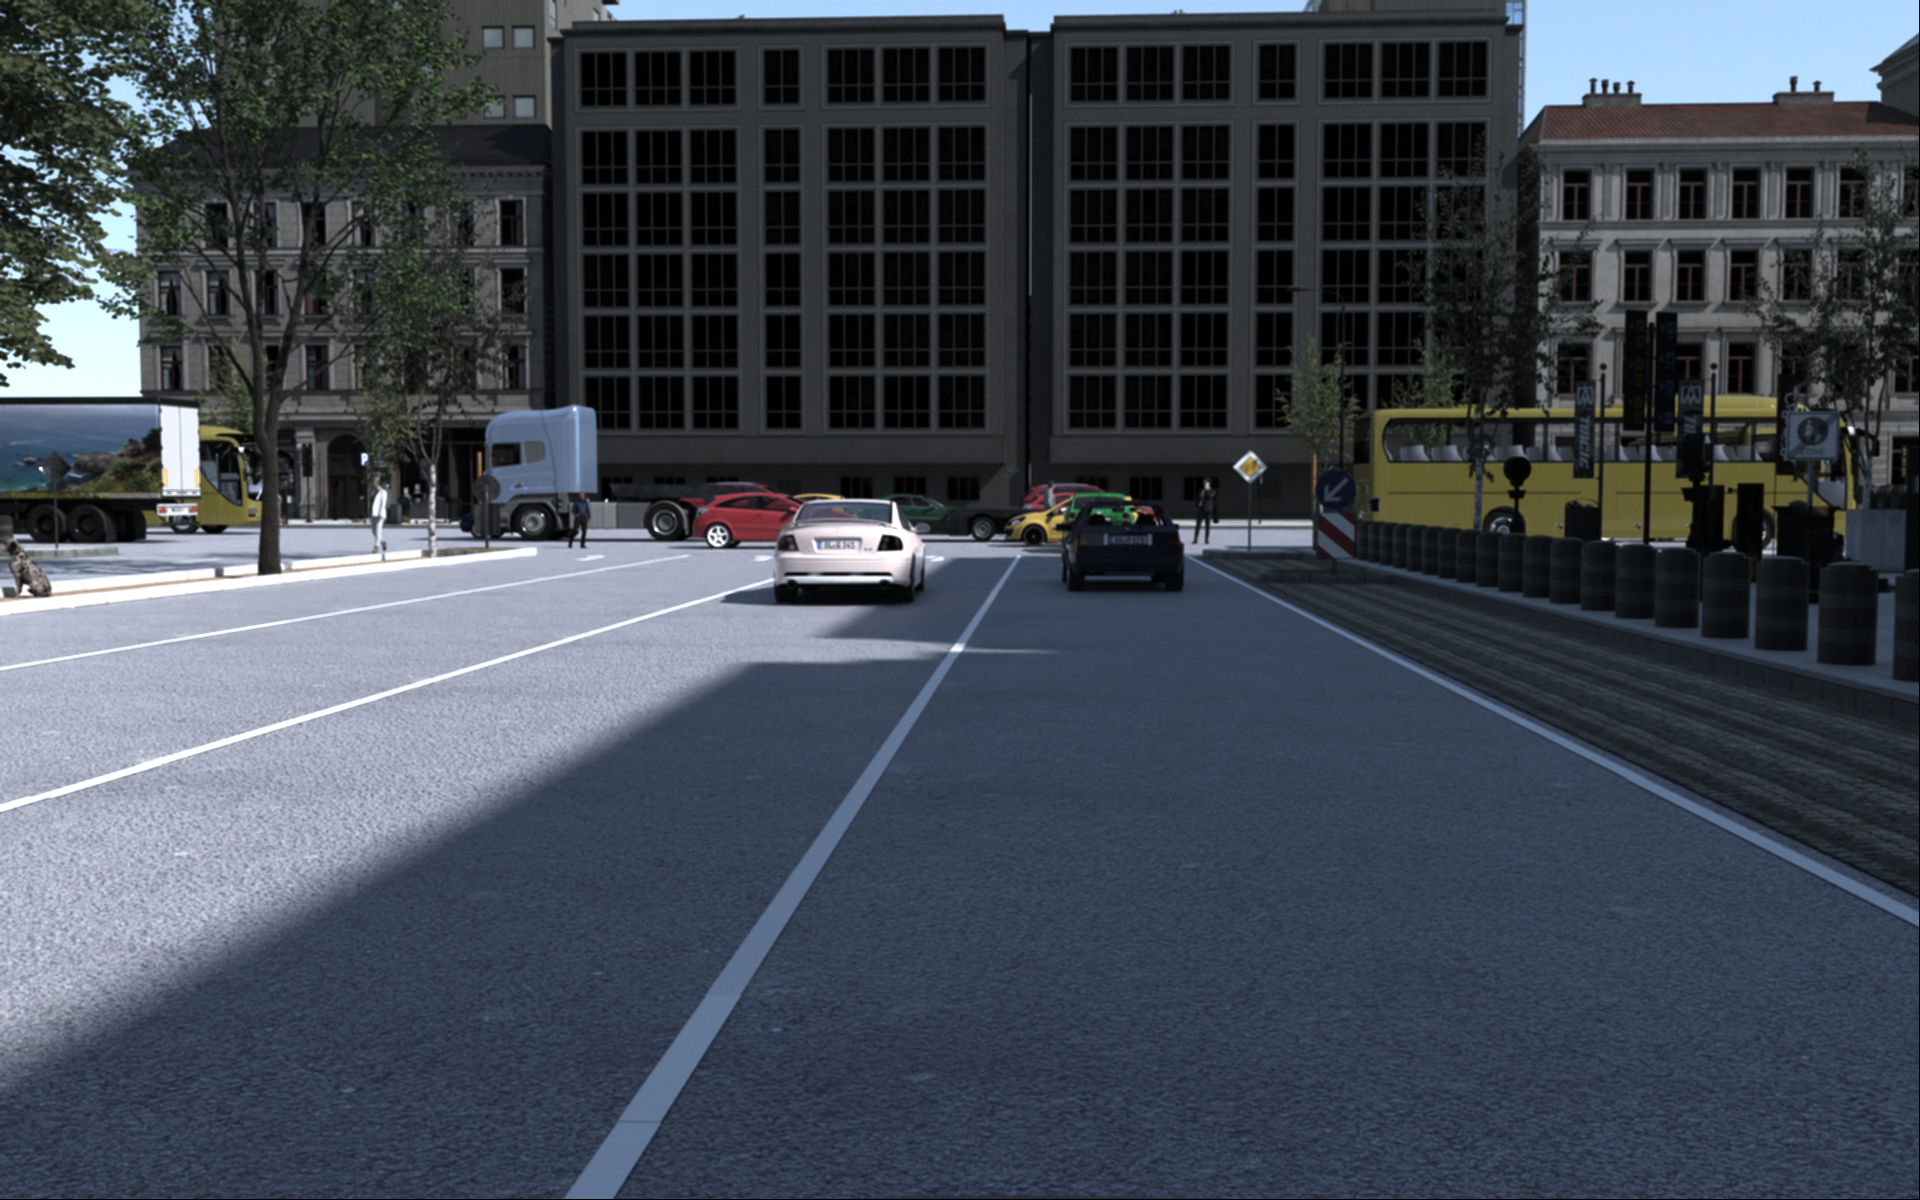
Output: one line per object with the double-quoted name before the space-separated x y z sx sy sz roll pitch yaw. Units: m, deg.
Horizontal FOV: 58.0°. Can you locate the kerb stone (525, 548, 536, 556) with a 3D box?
"kerb stone" -10.141 -1.126 40.598 0.120 0.150 1.000 0 4 3

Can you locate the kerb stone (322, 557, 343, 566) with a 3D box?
"kerb stone" -12.606 -0.754 34.521 0.120 0.150 1.000 0 4 3

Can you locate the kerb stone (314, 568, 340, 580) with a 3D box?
"kerb stone" -10.799 -0.435 29.303 0.120 0.150 1.000 0 4 3

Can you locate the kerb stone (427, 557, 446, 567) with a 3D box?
"kerb stone" -10.513 -0.749 34.437 0.120 0.150 1.000 0 4 3

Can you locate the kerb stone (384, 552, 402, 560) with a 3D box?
"kerb stone" -12.417 -0.942 37.603 0.120 0.150 1.000 0 4 3

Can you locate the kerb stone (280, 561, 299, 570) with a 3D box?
"kerb stone" -12.721 -0.628 32.466 0.120 0.150 1.000 0 4 3

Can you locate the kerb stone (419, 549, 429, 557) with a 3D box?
"kerb stone" -12.304 -1.068 39.659 0.120 0.150 1.000 0 4 3

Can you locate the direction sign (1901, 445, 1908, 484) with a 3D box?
"direction sign" 44.130 -5.430 80.770 0.876 3.537 0.379 -2 4 -30

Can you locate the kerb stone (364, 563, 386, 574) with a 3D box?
"kerb stone" -10.689 -0.560 31.355 0.120 0.150 1.000 0 4 3

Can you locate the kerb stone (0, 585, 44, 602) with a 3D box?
"kerb stone" -13.200 -0.118 24.261 0.120 0.150 1.000 0 4 3

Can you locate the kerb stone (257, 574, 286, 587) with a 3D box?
"kerb stone" -10.924 -0.308 27.247 0.120 0.150 1.000 0 4 3

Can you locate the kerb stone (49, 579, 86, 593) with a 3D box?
"kerb stone" -13.139 -0.189 25.285 0.120 0.150 1.000 0 4 3

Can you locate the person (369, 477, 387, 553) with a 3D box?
"person" -14.132 -2.066 42.163 0.514 1.842 0.818 1 4 13

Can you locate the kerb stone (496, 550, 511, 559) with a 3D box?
"kerb stone" -10.266 -1.000 38.549 0.120 0.150 1.000 0 4 3

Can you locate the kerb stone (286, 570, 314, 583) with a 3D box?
"kerb stone" -10.866 -0.365 28.272 0.120 0.150 1.000 0 4 3

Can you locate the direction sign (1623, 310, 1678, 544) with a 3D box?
"direction sign" 8.563 -1.807 21.545 0.876 3.537 0.379 -2 4 -27

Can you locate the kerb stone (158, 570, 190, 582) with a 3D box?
"kerb stone" -12.967 -0.377 28.360 0.120 0.150 1.000 0 4 3

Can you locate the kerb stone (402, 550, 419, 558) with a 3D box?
"kerb stone" -12.366 -1.005 38.632 0.120 0.150 1.000 0 4 3

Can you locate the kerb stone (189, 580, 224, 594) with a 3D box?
"kerb stone" -11.046 -0.184 25.197 0.120 0.150 1.000 0 4 3

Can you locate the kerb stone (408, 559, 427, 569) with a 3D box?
"kerb stone" -10.571 -0.685 33.411 0.120 0.150 1.000 0 4 3

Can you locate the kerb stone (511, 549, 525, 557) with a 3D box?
"kerb stone" -10.202 -1.063 39.574 0.120 0.150 1.000 0 4 3

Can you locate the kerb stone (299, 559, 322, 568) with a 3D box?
"kerb stone" -12.664 -0.687 33.491 0.120 0.150 1.000 0 4 3

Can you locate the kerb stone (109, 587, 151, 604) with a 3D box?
"kerb stone" -11.165 -0.052 23.132 0.120 0.150 1.000 0 4 3

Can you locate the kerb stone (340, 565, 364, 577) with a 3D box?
"kerb stone" -10.746 -0.497 30.330 0.120 0.150 1.000 0 4 3

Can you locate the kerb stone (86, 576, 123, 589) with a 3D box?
"kerb stone" -13.077 -0.251 26.310 0.120 0.150 1.000 0 4 3

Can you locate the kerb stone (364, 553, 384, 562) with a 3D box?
"kerb stone" -12.481 -0.877 36.579 0.120 0.150 1.000 0 4 3

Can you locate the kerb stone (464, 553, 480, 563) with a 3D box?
"kerb stone" -10.386 -0.870 36.499 0.120 0.150 1.000 0 4 3

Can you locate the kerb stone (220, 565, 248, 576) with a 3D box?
"kerb stone" -12.842 -0.498 30.416 0.120 0.150 1.000 0 4 3

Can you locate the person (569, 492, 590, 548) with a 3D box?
"person" -10.091 -2.121 45.868 0.574 1.496 0.600 -1 4 -11

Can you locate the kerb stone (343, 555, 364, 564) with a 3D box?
"kerb stone" -12.541 -0.817 35.547 0.120 0.150 1.000 0 4 3

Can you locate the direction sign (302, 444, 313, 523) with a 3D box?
"direction sign" -29.374 -5.262 78.031 0.876 3.537 0.379 3 5 41

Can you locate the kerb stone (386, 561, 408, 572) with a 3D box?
"kerb stone" -10.624 -0.623 32.386 0.120 0.150 1.000 0 4 3

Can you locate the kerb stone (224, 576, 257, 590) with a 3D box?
"kerb stone" -10.980 -0.246 26.222 0.120 0.150 1.000 0 4 3

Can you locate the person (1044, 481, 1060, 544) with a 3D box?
"person" 2.594 -2.526 49.901 0.391 1.810 0.635 -1 4 -20

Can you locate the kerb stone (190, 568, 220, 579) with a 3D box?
"kerb stone" -12.900 -0.437 29.391 0.120 0.150 1.000 0 4 3

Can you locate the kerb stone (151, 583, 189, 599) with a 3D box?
"kerb stone" -11.108 -0.121 24.168 0.120 0.150 1.000 0 4 3

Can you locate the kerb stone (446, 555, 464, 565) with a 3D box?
"kerb stone" -10.445 -0.807 35.462 0.120 0.150 1.000 0 4 3

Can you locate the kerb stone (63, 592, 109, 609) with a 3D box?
"kerb stone" -11.233 0.008 22.102 0.120 0.150 1.000 0 4 3

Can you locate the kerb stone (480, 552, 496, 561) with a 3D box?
"kerb stone" -10.323 -0.936 37.524 0.120 0.150 1.000 0 4 3

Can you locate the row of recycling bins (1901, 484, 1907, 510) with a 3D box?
"row of recycling bins" 38.996 -3.988 72.322 1.069 1.692 3.534 -1 4 -11

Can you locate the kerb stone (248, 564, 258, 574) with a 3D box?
"kerb stone" -12.779 -0.565 31.441 0.120 0.150 1.000 0 4 3

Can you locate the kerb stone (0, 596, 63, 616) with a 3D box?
"kerb stone" -11.290 0.069 21.077 0.120 0.150 1.000 0 4 3

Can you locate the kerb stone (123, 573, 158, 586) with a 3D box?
"kerb stone" -13.024 -0.314 27.335 0.120 0.150 1.000 0 4 3
